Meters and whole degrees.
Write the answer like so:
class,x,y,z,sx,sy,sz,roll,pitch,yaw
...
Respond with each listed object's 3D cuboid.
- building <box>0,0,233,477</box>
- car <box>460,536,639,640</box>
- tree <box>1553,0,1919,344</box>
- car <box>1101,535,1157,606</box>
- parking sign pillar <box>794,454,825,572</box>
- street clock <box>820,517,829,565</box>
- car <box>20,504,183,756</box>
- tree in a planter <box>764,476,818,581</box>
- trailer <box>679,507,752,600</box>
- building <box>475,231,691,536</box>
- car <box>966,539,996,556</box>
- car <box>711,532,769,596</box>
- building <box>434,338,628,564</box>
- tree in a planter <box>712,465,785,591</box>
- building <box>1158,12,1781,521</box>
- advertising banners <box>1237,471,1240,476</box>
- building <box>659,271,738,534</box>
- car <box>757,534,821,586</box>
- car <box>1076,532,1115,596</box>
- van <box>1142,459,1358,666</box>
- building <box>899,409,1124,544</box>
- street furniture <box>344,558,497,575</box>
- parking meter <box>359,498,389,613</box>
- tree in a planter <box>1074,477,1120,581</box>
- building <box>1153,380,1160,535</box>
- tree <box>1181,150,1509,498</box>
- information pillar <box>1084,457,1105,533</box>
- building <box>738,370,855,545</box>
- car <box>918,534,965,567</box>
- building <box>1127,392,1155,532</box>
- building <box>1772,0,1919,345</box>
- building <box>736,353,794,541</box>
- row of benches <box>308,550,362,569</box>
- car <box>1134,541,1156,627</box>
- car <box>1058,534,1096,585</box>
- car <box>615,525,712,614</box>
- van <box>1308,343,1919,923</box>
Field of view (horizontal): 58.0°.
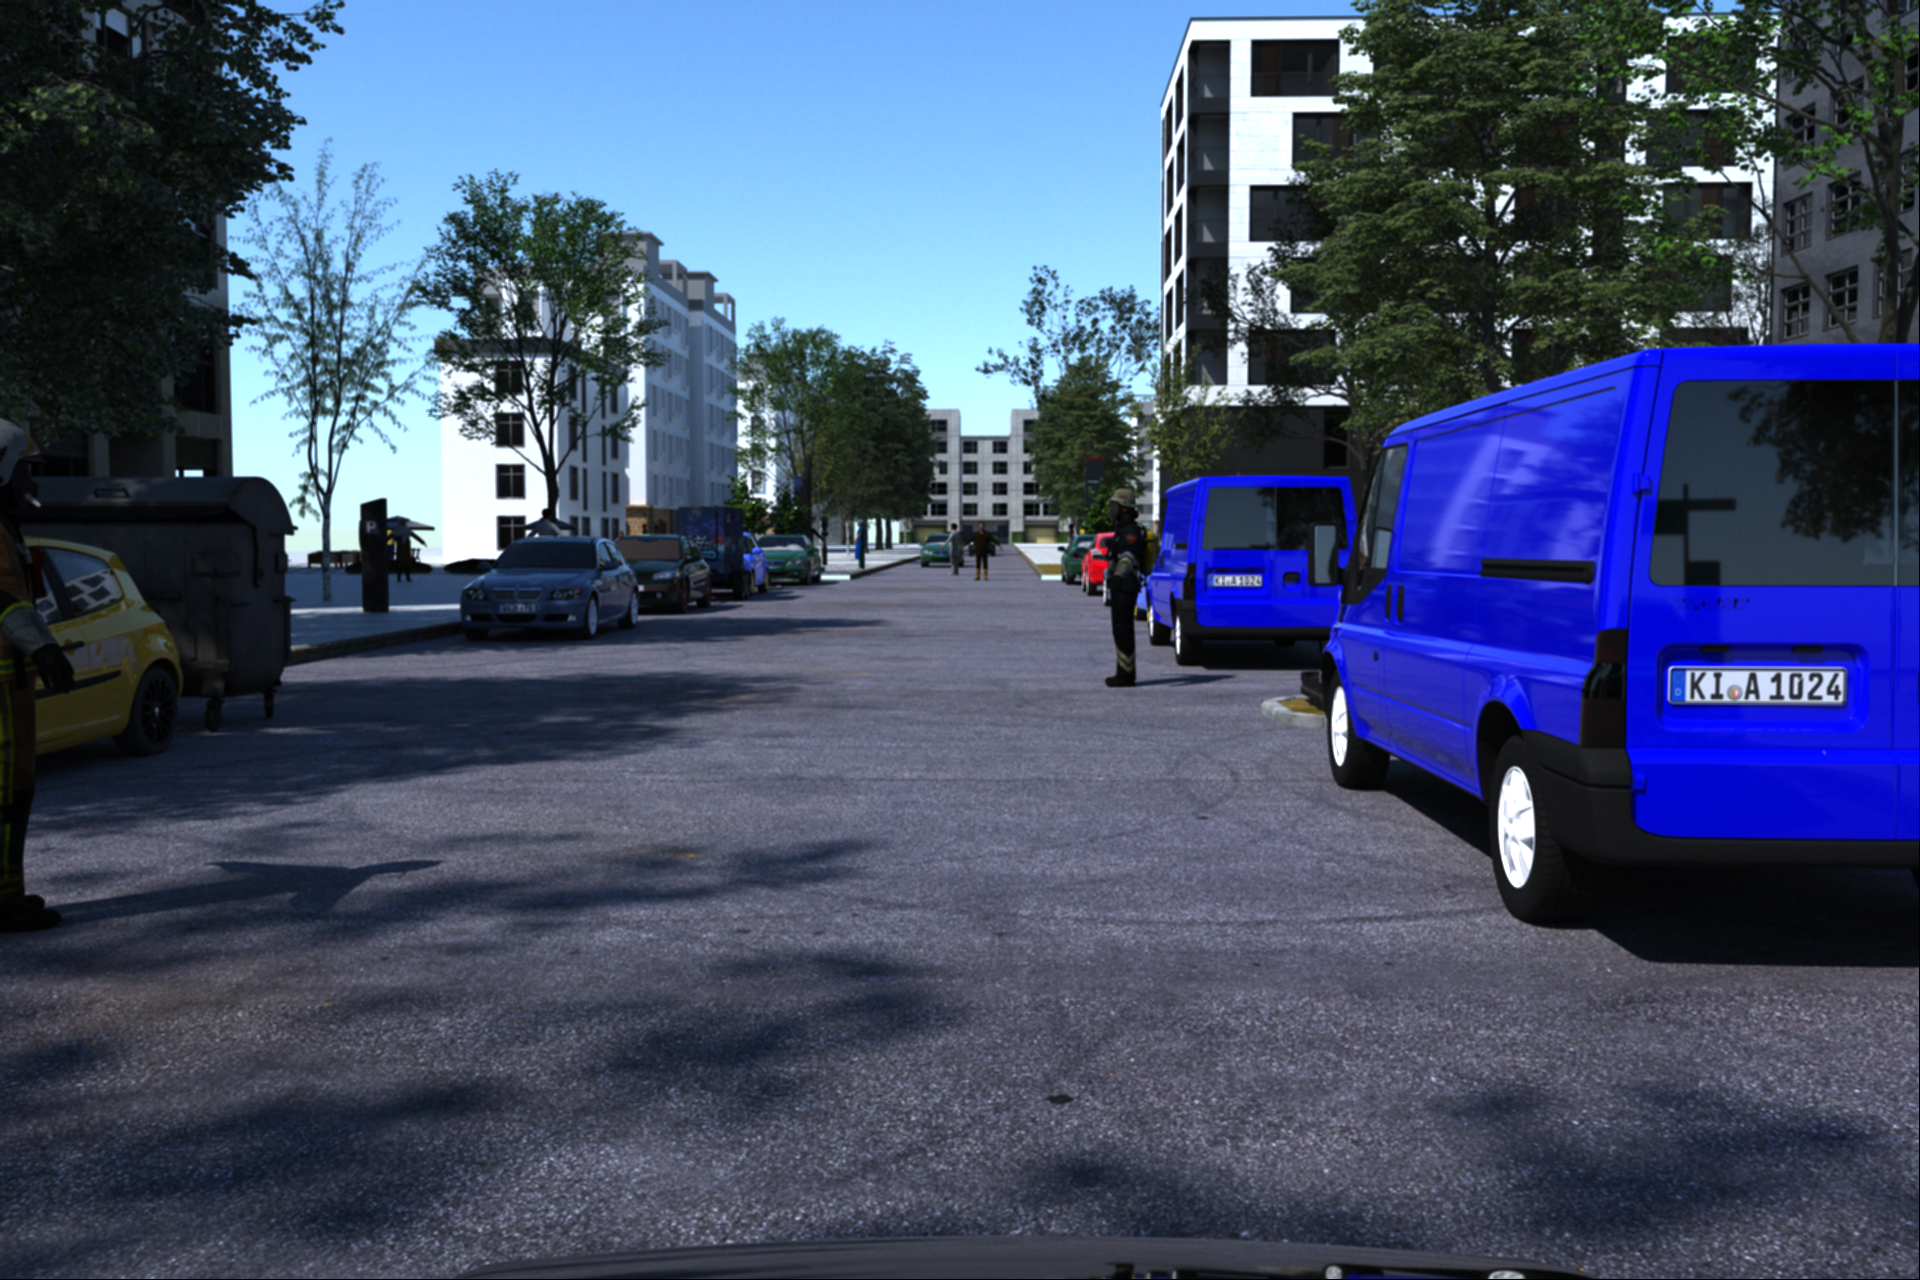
class,x,y,z,sx,sy,sz,roll,pitch,yaw
building,-31.859,-14.172,34.917,19.350,26.588,34.151,0,4,1
car,-5.828,-0.799,25.072,2.014,1.417,4.499,0,4,1
tree,9.900,-5.658,18.256,9.928,11.665,9.643,0,3,0
car,3.717,-1.274,32.837,2.014,1.417,4.499,0,4,0
parking sign pillar,-5.250,-4.256,58.050,1.447,3.967,1.447,0,4,2
street clock,-5.576,-4.085,71.354,0.358,2.002,0.471,0,4,2
car,-6.069,0.022,9.863,2.015,1.641,3.980,0,4,1
tree in a planter,-5.356,-3.439,53.457,1.991,3.239,1.994,0,4,2
trailer,-5.393,-1.833,37.021,1.471,1.999,3.904,0,4,1
building,-24.400,-15.495,109.769,16.016,20.090,11.380,0,4,2
car,1.420,-6.288,112.598,2.009,1.686,4.222,0,3,0
car,-5.563,-1.916,40.925,1.945,1.707,3.694,0,4,2
building,-21.494,-8.954,88.550,9.099,9.664,28.070,0,4,1
tree in a planter,-5.568,-2.889,44.451,1.991,3.239,1.994,0,4,2
building,23.567,-14.729,84.799,27.936,21.610,32.646,0,4,2
advertising banners,7.762,-3.231,49.019,0.090,3.025,2.074,0,4,2
building,-23.127,-16.486,125.967,16.016,20.090,11.380,0,4,2
car,-5.052,-2.309,49.553,2.131,1.459,4.920,0,4,2
car,3.880,-1.995,41.655,2.155,1.783,4.494,0,4,2
van,3.336,-0.986,20.505,2.240,2.365,5.245,0,3,0
building,7.333,-23.357,250.794,31.486,18.905,16.747,0,4,1
street furniture,-14.363,-2.475,56.097,10.072,0.657,5.734,1,4,15
parking meter,-9.589,-1.384,28.333,0.399,1.863,0.255,0,4,2
tree in a planter,4.443,-3.456,53.724,1.991,3.239,1.994,0,4,2
building,28.933,-21.788,212.645,16.016,20.090,11.380,0,4,1
tree,9.851,-6.587,42.112,8.767,10.594,7.601,-3,5,-41
information pillar,4.557,-4.244,58.761,0.750,3.857,0.750,0,4,1
building,-23.397,-23.749,219.220,19.493,23.208,18.063,0,4,1
car,-0.754,-3.941,76.228,2.131,1.459,4.920,0,4,1
building,27.413,-22.884,230.573,16.016,20.090,11.380,0,4,1
building,28.310,-13.509,39.280,11.959,24.771,22.079,0,4,2
building,-23.873,-19.906,181.876,16.016,20.090,11.380,0,4,1
row of benches,-23.686,-3.101,66.172,1.422,0.672,4.104,0,4,8
car,3.705,-1.098,27.544,1.945,1.707,3.694,0,4,1
car,3.917,-2.352,50.251,2.131,1.459,4.920,0,4,1
car,-5.766,-1.386,32.447,2.009,1.686,4.222,0,4,1
van,3.019,-0.222,8.013,2.240,2.365,5.245,0,4,1
